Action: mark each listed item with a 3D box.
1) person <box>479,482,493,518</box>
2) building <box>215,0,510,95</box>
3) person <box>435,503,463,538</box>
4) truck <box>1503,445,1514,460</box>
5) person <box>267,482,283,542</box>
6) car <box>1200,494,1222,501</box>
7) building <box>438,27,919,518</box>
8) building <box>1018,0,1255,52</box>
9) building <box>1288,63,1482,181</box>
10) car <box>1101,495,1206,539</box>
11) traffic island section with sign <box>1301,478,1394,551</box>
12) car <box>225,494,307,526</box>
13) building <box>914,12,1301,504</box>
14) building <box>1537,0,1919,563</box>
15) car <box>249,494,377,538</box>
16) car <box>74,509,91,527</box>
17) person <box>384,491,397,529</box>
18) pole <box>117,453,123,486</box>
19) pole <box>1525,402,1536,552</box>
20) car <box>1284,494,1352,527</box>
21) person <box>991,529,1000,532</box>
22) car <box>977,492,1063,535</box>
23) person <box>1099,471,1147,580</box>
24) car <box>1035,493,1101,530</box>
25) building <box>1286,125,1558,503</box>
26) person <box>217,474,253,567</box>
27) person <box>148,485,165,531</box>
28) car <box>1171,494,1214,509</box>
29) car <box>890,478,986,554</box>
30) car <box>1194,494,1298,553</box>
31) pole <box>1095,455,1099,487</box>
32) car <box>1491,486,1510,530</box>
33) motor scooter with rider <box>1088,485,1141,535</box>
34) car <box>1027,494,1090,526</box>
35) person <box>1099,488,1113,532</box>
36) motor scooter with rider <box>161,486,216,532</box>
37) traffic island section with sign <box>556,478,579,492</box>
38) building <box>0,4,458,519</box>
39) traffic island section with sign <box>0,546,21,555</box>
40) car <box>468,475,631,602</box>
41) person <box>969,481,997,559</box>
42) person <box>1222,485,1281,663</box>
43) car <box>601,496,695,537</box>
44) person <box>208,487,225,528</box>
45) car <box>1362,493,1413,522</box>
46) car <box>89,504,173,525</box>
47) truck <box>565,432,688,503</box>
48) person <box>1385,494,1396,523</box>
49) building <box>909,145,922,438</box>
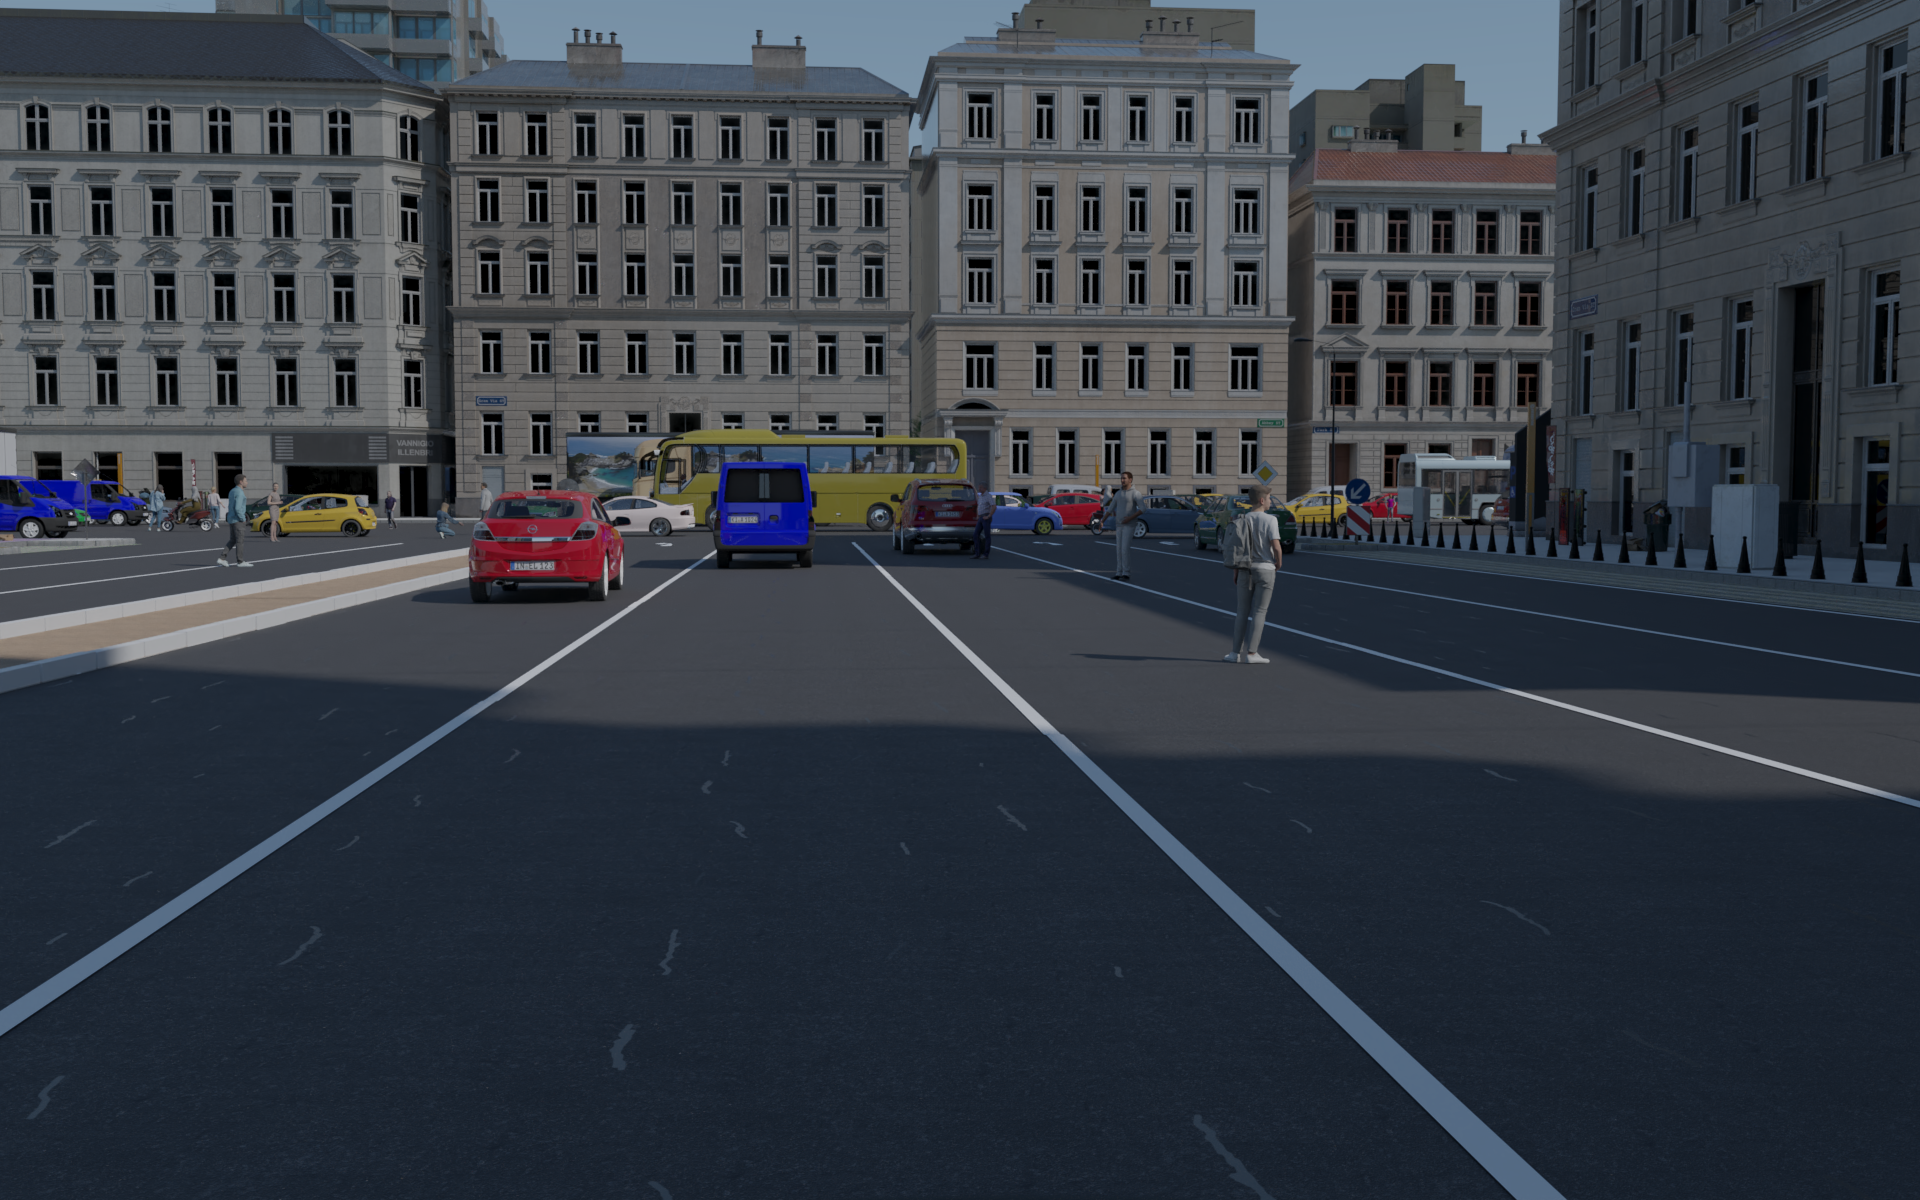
[{"bbox_3d":[-16.473,-3.186,60.429,0.795,1.843,0.661,1,4,14],"label":"person"},{"bbox_3d":[-53.663,-33.034,159.715,23.786,49.044,30.456,0,4,-5],"label":"building"},{"bbox_3d":[-16.744,-2.585,56.259,1.012,1.151,0.738,3,4,38],"label":"person"},{"bbox_3d":[35.429,-5.866,85.667,18.799,4.110,2.967,0,4,-7],"label":"truck"},{"bbox_3d":[-20.529,-2.636,51.933,0.374,1.781,0.599,1,4,11],"label":"person"},{"bbox_3d":[13.003,-4.651,86.262,3.980,1.641,2.015,0,4,-4],"label":"car"},{"bbox_3d":[-15.268,-18.394,98.012,25.104,27.353,12.463,0,4,-5],"label":"building"},{"bbox_3d":[15.422,-33.248,167.303,21.300,48.544,21.600,0,4,-5],"label":"building"},{"bbox_3d":[48.019,-35.238,199.850,21.600,48.544,21.300,0,4,-5],"label":"building"},{"bbox_3d":[6.862,-2.720,56.479,4.499,1.417,2.014,0,4,-6],"label":"car"},{"bbox_3d":[9.796,-2.173,44.155,1.989,1.847,2.006,0,4,-5],"label":"traffic island section with sign"},{"bbox_3d":[-30.866,-4.178,78.101,4.222,1.686,2.009,0,4,-6],"label":"car"},{"bbox_3d":[7.801,-19.195,99.737,20.117,28.700,13.634,0,4,-5],"label":"building"},{"bbox_3d":[23.007,-14.591,35.832,12.463,27.353,25.104,0,4,-5],"label":"building"},{"bbox_3d":[-21.640,-2.919,57.942,3.980,1.641,2.015,0,4,-7],"label":"car"},{"bbox_3d":[-35.675,-3.493,65.899,4.718,1.807,1.959,0,4,-7],"label":"car"},{"bbox_3d":[-23.332,-3.698,71.175,0.471,1.553,0.569,-3,5,-43],"label":"person"},{"bbox_3d":[-42.191,-5.701,87.046,0.158,3.312,0.155,0,3,0],"label":"pole"},{"bbox_3d":[12.688,-2.733,38.522,0.158,3.312,0.155,0,3,0],"label":"pole"},{"bbox_3d":[15.210,-4.004,75.688,3.980,1.641,2.015,0,4,-7],"label":"car"},{"bbox_3d":[1.301,-2.828,65.220,0.381,0.543,0.357,2,4,25],"label":"person"},{"bbox_3d":[1.771,-3.139,60.911,3.694,1.707,1.945,0,4,-5],"label":"car"},{"bbox_3d":[2.671,-1.225,28.683,0.875,1.805,0.789,3,5,43],"label":"person"},{"bbox_3d":[3.959,-3.679,69.187,4.494,1.783,2.155,0,4,-7],"label":"car"},{"bbox_3d":[28.807,-16.220,101.346,21.152,22.565,11.583,0,4,-5],"label":"building"},{"bbox_3d":[-14.341,-1.571,34.201,0.620,1.820,0.660,-3,5,-44],"label":"person"},{"bbox_3d":[-31.046,-3.554,66.879,0.793,1.790,0.793,-1,4,-23],"label":"person"},{"bbox_3d":[11.278,-4.449,82.529,4.222,1.686,2.009,0,4,-6],"label":"car"},{"bbox_3d":[-0.547,-2.093,42.886,2.281,1.827,5.304,0,4,-6],"label":"car"},{"bbox_3d":[7.090,-1.927,43.304,2.131,1.459,4.920,0,4,-4],"label":"car"},{"bbox_3d":[7.115,-5.879,89.959,0.158,3.312,0.155,0,3,0],"label":"pole"},{"bbox_3d":[20.820,-3.074,58.933,5.304,1.827,2.281,0,4,-6],"label":"car"},{"bbox_3d":[5.448,-3.148,60.429,1.986,1.779,0.876,0,4,-6],"label":"motor scooter with rider"},{"bbox_3d":[4.464,-3.775,71.501,4.222,1.686,2.009,0,4,-5],"label":"car"},{"bbox_3d":[5.558,-3.418,65.843,0.517,1.644,0.566,0,4,3],"label":"person"},{"bbox_3d":[-29.497,-3.501,66.208,1.986,1.779,0.876,0,4,-7],"label":"motor scooter with rider"},{"bbox_3d":[-11.421,-2.565,50.078,2.006,1.907,1.989,0,4,-5],"label":"traffic island section with sign"},{"bbox_3d":[-49.910,-19.586,96.641,44.131,29.872,17.030,0,4,-5],"label":"building"},{"bbox_3d":[-23.538,-1.984,41.059,1.989,1.847,2.006,0,4,-5],"label":"traffic island section with sign"},{"bbox_3d":[-5.788,-0.948,24.548,2.155,1.783,4.494,0,4,-7],"label":"car"},{"bbox_3d":[0.494,-1.755,38.128,0.436,1.711,0.756,-1,4,-21],"label":"person"},{"bbox_3d":[2.465,-0.220,14.689,0.503,1.515,0.523,0,4,3],"label":"person"},{"bbox_3d":[-11.464,-2.853,59.001,4.827,1.381,2.083,0,4,-4],"label":"car"},{"bbox_3d":[-31.266,-3.891,72.795,0.731,1.740,0.598,-1,4,-14],"label":"person"},{"bbox_3d":[21.691,-4.850,88.330,4.494,1.783,2.155,0,4,-6],"label":"car"},{"bbox_3d":[-39.322,-4.248,81.458,4.499,1.417,2.014,0,4,-6],"label":"car"},{"bbox_3d":[-12.327,-5.573,80.029,11.283,4.237,2.839,0,4,-5],"label":"truck"},{"bbox_3d":[21.559,-4.580,86.621,0.726,1.435,0.776,0,4,2],"label":"person"},{"bbox_3d":[4.627,-41.449,266.927,27.495,52.752,28.713,0,4,-5],"label":"building"}]
